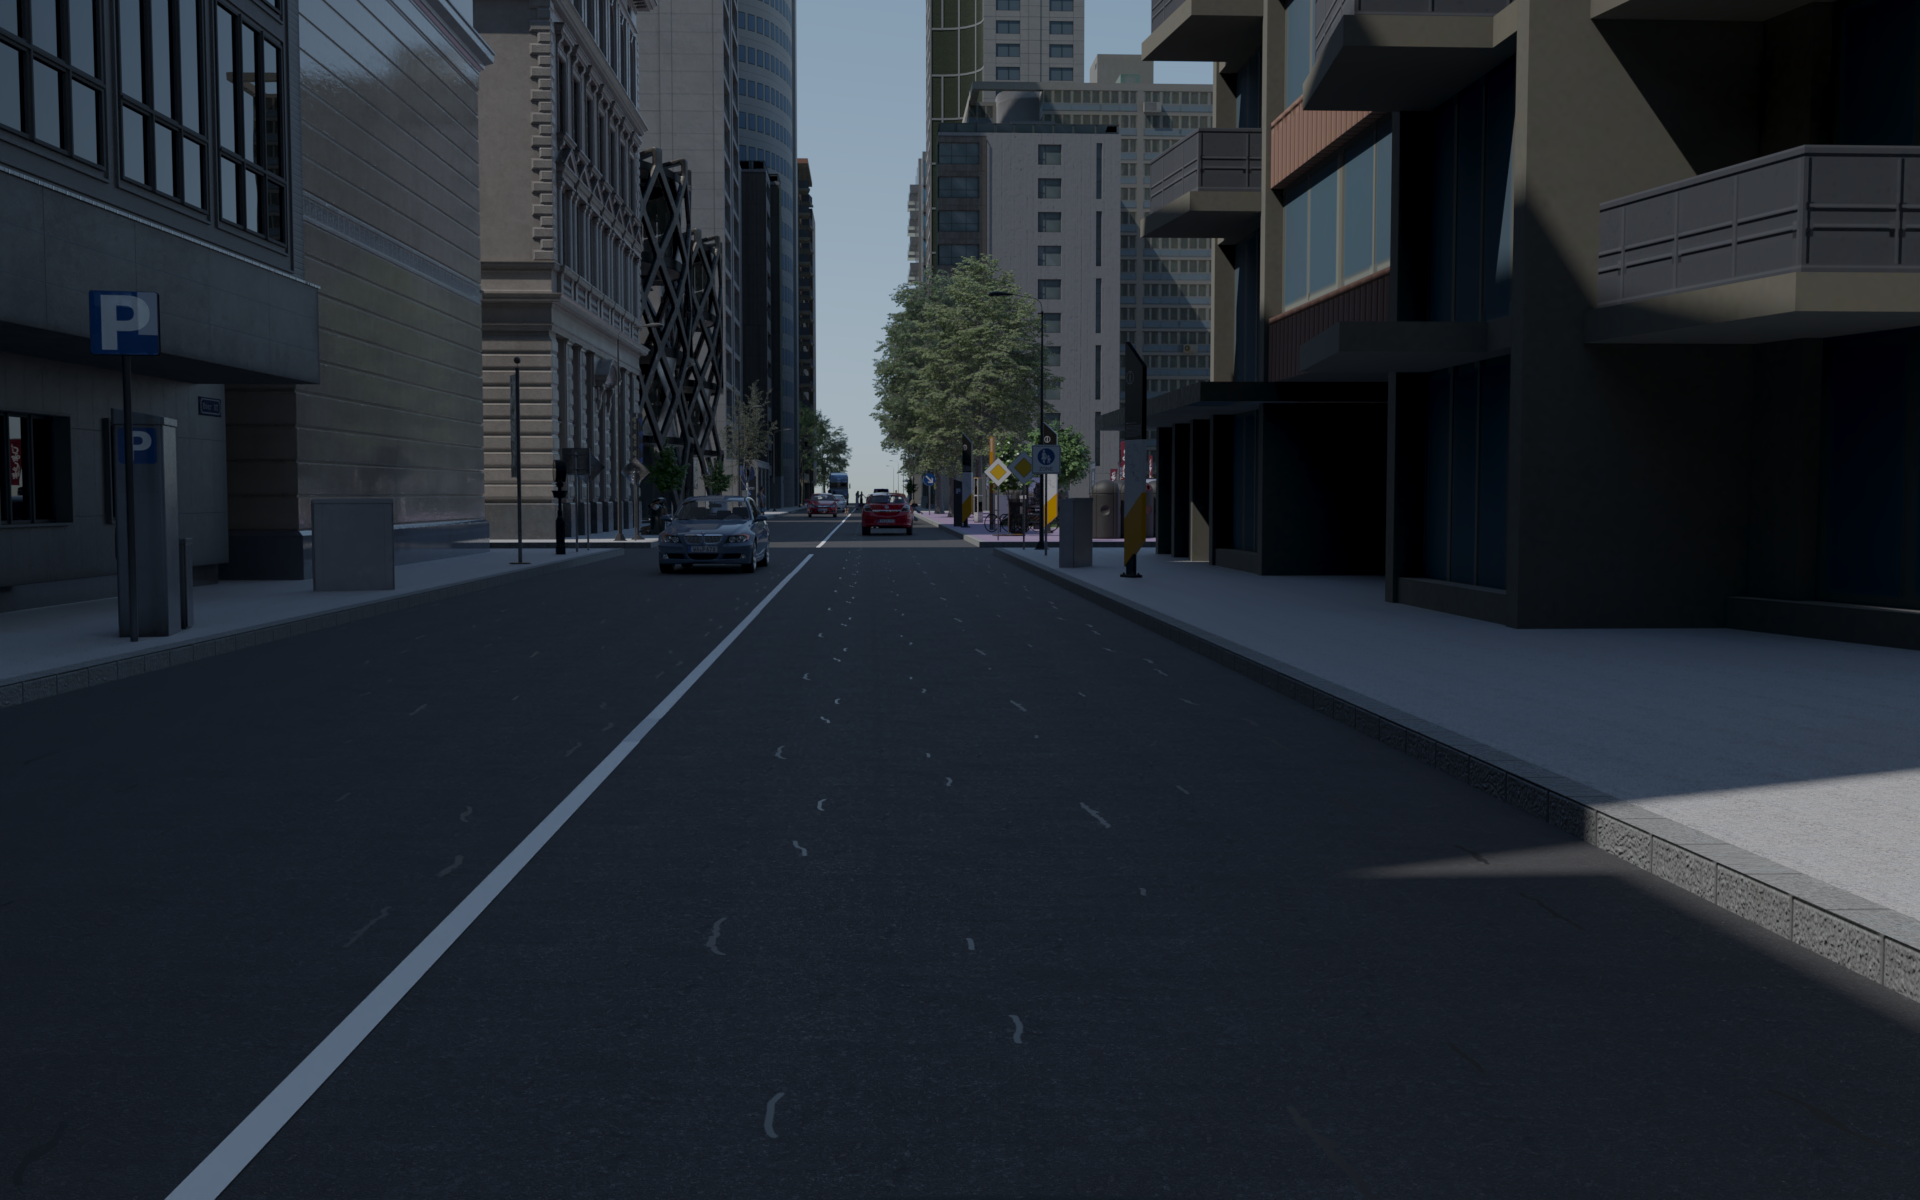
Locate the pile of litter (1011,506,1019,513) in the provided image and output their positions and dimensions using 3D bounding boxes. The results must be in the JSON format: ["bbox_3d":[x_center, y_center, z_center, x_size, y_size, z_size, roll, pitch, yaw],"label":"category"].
[{"bbox_3d":[2.918,-5.165,98.406,1.176,0.858,1.719,0,4,4],"label":"pile of litter"}]

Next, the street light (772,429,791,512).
[{"bbox_3d":[-12.716,-9.241,123.637,1.470,5.913,1.316,0,4,-3],"label":"street light"}]

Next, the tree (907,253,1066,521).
[{"bbox_3d":[1.289,-10.039,82.270,7.486,12.596,7.792,0,3,0],"label":"tree"}]

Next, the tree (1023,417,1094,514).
[{"bbox_3d":[4.135,-5.538,74.258,4.285,4.588,4.351,0,3,0],"label":"tree"}]

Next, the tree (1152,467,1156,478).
[{"bbox_3d":[11.901,-6.606,102.616,1.663,3.219,1.824,0,3,0],"label":"tree"}]

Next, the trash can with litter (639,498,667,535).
[{"bbox_3d":[-9.682,-2.627,54.334,1.055,1.170,0.624,3,4,39],"label":"trash can with litter"}]

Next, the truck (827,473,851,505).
[{"bbox_3d":[-15.840,-14.480,226.511,2.967,4.110,18.799,0,4,-4],"label":"truck"}]

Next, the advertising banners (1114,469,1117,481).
[{"bbox_3d":[9.592,-6.079,95.585,2.074,3.025,0.090,-2,4,-25],"label":"advertising banners"}]

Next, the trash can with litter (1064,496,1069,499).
[{"bbox_3d":[6.732,-5.688,104.380,1.055,1.170,0.624,-1,4,-16],"label":"trash can with litter"}]

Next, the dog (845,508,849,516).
[{"bbox_3d":[-7.394,-5.754,113.365,0.540,0.507,0.406,2,4,29],"label":"dog"}]

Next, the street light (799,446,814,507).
[{"bbox_3d":[-14.938,-11.910,167.274,1.470,5.913,1.316,0,4,-3],"label":"street light"}]

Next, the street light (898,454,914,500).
[{"bbox_3d":[-4.714,-11.201,155.684,1.470,5.913,1.316,0,4,-3],"label":"street light"}]

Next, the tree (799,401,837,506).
[{"bbox_3d":[-17.643,-16.319,192.578,9.928,11.665,9.643,0,3,0],"label":"tree"}]

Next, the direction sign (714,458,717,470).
[{"bbox_3d":[-15.221,-7.108,108.215,0.379,3.537,0.876,-2,4,-27],"label":"direction sign"}]

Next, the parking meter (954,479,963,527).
[{"bbox_3d":[-0.052,-3.831,68.354,0.399,1.863,0.255,0,4,1],"label":"parking meter"}]

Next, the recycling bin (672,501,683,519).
[{"bbox_3d":[-13.947,-4.506,86.223,0.722,1.027,0.722,-1,4,-17],"label":"recycling bin"}]

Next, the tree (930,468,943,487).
[{"bbox_3d":[-1.387,-10.787,126.727,4.737,8.622,4.395,0,3,0],"label":"tree"}]

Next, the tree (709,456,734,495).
[{"bbox_3d":[-12.101,-5.676,87.408,1.663,3.219,1.824,0,3,0],"label":"tree"}]

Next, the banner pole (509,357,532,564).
[{"bbox_3d":[-8.176,-2.561,31.886,0.401,3.779,0.863,-2,4,-27],"label":"banner pole"}]

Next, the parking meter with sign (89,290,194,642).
[{"bbox_3d":[-7.381,-1.193,15.764,0.543,3.016,1.738,-1,4,-14],"label":"parking meter with sign"}]

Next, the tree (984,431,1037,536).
[{"bbox_3d":[1.396,-3.568,52.933,1.663,3.219,1.824,0,3,0],"label":"tree"}]

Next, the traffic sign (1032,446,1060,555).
[{"bbox_3d":[1.792,-2.076,36.079,0.606,2.300,0.079,0,4,4],"label":"traffic sign"}]

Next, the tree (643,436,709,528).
[{"bbox_3d":[-9.726,-3.875,57.962,1.663,3.219,1.824,0,3,0],"label":"tree"}]

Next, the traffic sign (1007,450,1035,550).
[{"bbox_3d":[1.468,-2.216,39.879,0.795,2.450,0.064,0,4,-3],"label":"traffic sign"}]

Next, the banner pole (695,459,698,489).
[{"bbox_3d":[-16.553,-7.216,108.004,0.401,3.779,0.863,-3,5,-39],"label":"banner pole"}]

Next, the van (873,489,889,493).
[{"bbox_3d":[-8.727,-11.523,192.776,2.240,2.365,5.245,0,4,-1],"label":"van"}]

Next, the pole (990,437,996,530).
[{"bbox_3d":[1.168,-4.171,62.046,0.158,3.312,0.155,0,3,0],"label":"pole"}]

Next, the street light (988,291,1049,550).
[{"bbox_3d":[1.345,-4.115,39.823,1.470,5.913,1.316,0,4,-3],"label":"street light"}]

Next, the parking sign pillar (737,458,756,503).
[{"bbox_3d":[-14.639,-7.983,118.989,1.447,3.967,1.447,-3,5,-44],"label":"parking sign pillar"}]

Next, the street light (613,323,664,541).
[{"bbox_3d":[-8.748,-4.565,47.182,1.470,5.913,1.316,0,4,-3],"label":"street light"}]

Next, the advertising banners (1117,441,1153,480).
[{"bbox_3d":[5.769,-3.665,56.117,0.090,3.025,2.074,-2,4,-28],"label":"advertising banners"}]

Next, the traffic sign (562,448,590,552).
[{"bbox_3d":[-8.482,-2.212,38.304,0.606,2.300,0.079,0,4,-3],"label":"traffic sign"}]

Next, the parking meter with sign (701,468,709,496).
[{"bbox_3d":[-16.686,-7.312,115.809,0.543,3.016,1.738,-2,4,-34],"label":"parking meter with sign"}]

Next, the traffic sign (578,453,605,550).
[{"bbox_3d":[-8.463,-2.186,39.383,0.795,2.450,0.064,0,4,-3],"label":"traffic sign"}]

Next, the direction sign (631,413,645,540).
[{"bbox_3d":[-9.041,-3.459,48.549,0.379,3.537,0.876,1,4,9],"label":"direction sign"}]

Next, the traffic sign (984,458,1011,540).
[{"bbox_3d":[1.052,-2.704,47.854,0.795,2.450,0.064,0,4,-3],"label":"traffic sign"}]

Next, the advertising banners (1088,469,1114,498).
[{"bbox_3d":[9.897,-7.570,119.957,2.074,3.025,0.090,1,4,16],"label":"advertising banners"}]

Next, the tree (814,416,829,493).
[{"bbox_3d":[-21.974,-22.815,279.677,9.857,13.997,8.962,0,3,0],"label":"tree"}]

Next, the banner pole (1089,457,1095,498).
[{"bbox_3d":[8.881,-7.751,116.740,0.401,3.779,0.863,3,5,41],"label":"banner pole"}]

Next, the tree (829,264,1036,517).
[{"bbox_3d":[-0.395,-11.521,95.017,9.857,13.997,8.962,0,3,0],"label":"tree"}]

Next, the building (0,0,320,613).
[{"bbox_3d":[-15.339,-13.356,11.882,14.314,27.812,24.014,0,4,-3],"label":"building"}]

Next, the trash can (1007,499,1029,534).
[{"bbox_3d":[1.846,-2.659,55.132,0.748,1.137,0.748,0,3,0],"label":"trash can"}]

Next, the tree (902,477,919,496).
[{"bbox_3d":[-4.900,-10.817,171.463,1.663,3.219,1.824,0,3,0],"label":"tree"}]

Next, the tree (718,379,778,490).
[{"bbox_3d":[-13.788,-9.881,111.909,4.360,8.622,3.978,0,3,0],"label":"tree"}]

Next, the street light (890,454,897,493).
[{"bbox_3d":[-7.041,-13.849,198.969,1.470,5.913,1.316,0,4,-3],"label":"street light"}]

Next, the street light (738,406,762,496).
[{"bbox_3d":[-11.068,-7.244,90.985,1.470,5.913,1.316,0,4,-3],"label":"street light"}]

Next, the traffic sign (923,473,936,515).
[{"bbox_3d":[-1.858,-6.450,105.560,0.768,2.556,0.104,0,4,0],"label":"traffic sign"}]

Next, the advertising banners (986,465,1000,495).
[{"bbox_3d":[1.972,-6.615,104.350,0.090,3.025,2.074,2,4,26],"label":"advertising banners"}]

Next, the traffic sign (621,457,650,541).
[{"bbox_3d":[-8.880,-2.674,47.358,0.795,2.450,0.064,0,4,-3],"label":"traffic sign"}]

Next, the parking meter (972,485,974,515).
[{"bbox_3d":[0.942,-6.148,106.225,0.255,1.863,0.399,2,4,30],"label":"parking meter"}]
